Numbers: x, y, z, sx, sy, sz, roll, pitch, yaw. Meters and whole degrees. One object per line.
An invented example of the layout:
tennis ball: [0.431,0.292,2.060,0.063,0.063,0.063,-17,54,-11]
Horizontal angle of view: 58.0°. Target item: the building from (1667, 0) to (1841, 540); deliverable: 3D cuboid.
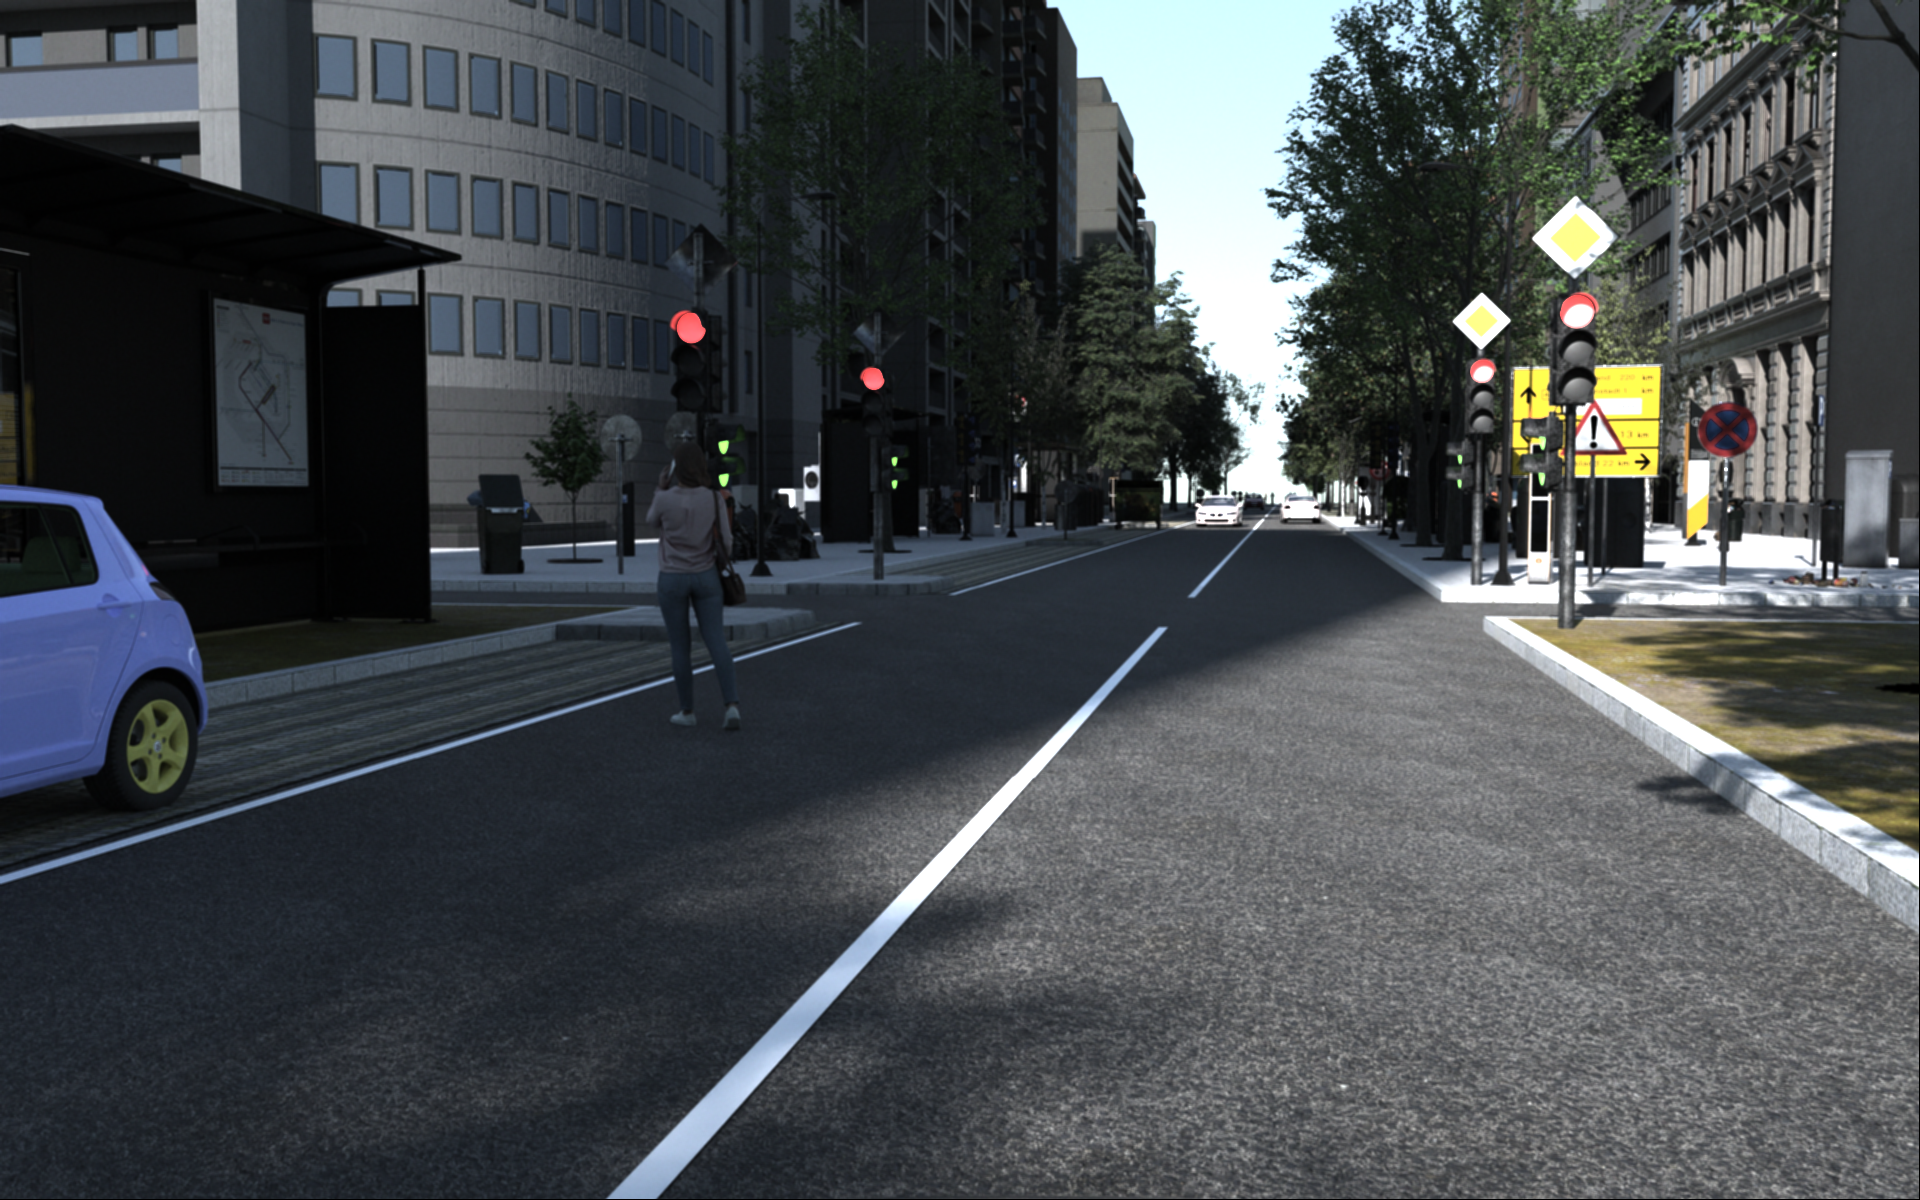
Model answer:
building: [30.343,-13.869,55.643,11.050,23.489,19.941,1,4,11]

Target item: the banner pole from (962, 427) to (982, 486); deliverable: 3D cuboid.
banner pole: [0.434,-4.558,64.533,0.863,3.779,0.401,1,4,16]

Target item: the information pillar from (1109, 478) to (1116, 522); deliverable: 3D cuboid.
information pillar: [6.953,-4.518,78.355,0.304,2.012,0.304,-2,4,-33]

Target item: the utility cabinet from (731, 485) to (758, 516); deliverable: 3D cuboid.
utility cabinet: [-5.260,-2.081,42.705,0.318,1.500,1.173,1,4,18]

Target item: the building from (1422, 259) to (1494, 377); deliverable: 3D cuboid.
building: [60.601,-26.287,201.491,14.160,30.474,14.107,1,4,11]

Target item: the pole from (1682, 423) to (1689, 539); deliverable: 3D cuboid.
pole: [20.827,-3.409,49.582,0.158,3.312,0.155,0,3,0]

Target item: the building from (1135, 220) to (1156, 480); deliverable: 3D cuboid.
building: [20.973,-34.819,252.887,14.154,41.232,14.086,1,4,11]

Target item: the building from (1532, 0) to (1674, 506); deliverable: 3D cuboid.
building: [42.525,-25.869,106.546,14.154,41.232,14.086,1,4,11]

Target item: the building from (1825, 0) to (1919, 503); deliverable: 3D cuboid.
building: [33.857,-14.900,37.117,24.014,27.812,14.314,1,4,11]

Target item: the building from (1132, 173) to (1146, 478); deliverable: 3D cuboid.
building: [13.214,-35.339,232.424,22.147,44.769,28.867,1,4,11]

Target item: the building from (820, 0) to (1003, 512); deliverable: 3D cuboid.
building: [-7.979,-41.300,113.507,20.563,71.187,20.611,1,4,11]

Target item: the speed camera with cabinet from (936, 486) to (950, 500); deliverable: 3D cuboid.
speed camera with cabinet: [-1.264,-5.543,84.969,0.660,3.252,2.038,-2,4,-32]

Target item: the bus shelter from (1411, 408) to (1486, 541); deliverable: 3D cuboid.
bus shelter: [14.111,-3.606,50.239,1.731,3.624,6.357,1,4,11]

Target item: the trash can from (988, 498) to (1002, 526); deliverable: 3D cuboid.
trash can: [1.484,-3.620,70.840,0.748,1.137,0.748,0,3,0]

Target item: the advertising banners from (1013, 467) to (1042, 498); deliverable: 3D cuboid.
advertising banners: [3.810,-6.257,98.483,2.074,3.025,0.090,-2,4,-25]

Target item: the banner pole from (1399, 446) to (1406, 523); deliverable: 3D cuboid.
banner pole: [19.464,-5.287,76.463,0.401,3.779,0.863,-2,4,-29]

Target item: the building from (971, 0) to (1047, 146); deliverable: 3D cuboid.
building: [-5.110,-29.619,138.901,22.147,44.769,28.867,1,4,11]

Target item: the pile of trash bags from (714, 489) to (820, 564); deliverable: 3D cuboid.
pile of trash bags: [-4.024,-1.442,33.325,1.912,1.369,3.447,1,4,15]

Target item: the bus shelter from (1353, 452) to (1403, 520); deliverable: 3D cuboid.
bus shelter: [19.635,-5.365,81.638,2.014,3.302,5.546,1,4,11]

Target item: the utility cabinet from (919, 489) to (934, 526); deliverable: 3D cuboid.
utility cabinet: [-1.368,-3.745,69.906,0.318,1.500,1.173,1,4,15]

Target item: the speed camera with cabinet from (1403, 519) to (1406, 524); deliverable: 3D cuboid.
speed camera with cabinet: [18.128,-4.552,68.753,0.660,3.252,2.038,2,4,27]

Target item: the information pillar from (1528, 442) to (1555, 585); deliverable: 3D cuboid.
information pillar: [8.273,-1.232,24.637,0.304,2.012,0.304,2,4,29]

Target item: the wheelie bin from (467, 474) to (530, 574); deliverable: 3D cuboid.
wheelie bin: [-7.443,-1.222,27.895,0.980,1.594,0.693,-2,4,-28]

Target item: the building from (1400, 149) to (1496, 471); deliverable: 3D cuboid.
building: [67.278,-34.697,221.913,22.147,44.769,28.867,1,4,11]

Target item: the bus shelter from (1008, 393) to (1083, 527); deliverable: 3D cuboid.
bus shelter: [3.470,-5.728,71.284,2.179,5.291,8.768,1,4,10]

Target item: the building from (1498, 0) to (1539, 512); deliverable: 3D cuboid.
building: [45.247,-28.756,120.274,14.600,45.320,14.200,1,4,11]

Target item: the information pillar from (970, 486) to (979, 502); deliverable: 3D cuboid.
information pillar: [0.547,-3.948,69.039,0.304,2.012,0.304,3,4,36]

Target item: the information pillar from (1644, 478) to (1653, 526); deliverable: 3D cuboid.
information pillar: [27.602,-3.973,69.447,0.304,2.012,0.304,1,4,19]

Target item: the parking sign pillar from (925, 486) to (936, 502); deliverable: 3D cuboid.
parking sign pillar: [-1.264,-5.225,73.899,1.447,3.967,1.447,0,4,-5]

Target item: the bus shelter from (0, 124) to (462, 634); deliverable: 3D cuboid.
bus shelter: [-6.300,-1.405,14.254,1.731,3.624,6.357,1,4,11]

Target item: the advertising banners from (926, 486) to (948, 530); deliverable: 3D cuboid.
advertising banners: [-0.786,-4.046,62.342,0.090,3.025,2.074,1,4,21]

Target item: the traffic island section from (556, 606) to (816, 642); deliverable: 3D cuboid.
traffic island section: [-2.723,0.251,18.170,2.009,0.180,2.903,1,4,11]

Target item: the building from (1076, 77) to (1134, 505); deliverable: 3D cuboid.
building: [9.083,-35.672,206.934,21.300,48.544,21.600,1,4,11]

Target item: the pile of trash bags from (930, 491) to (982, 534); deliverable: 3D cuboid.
pile of trash bags: [-0.024,-2.888,56.967,1.912,1.369,3.447,0,4,-2]

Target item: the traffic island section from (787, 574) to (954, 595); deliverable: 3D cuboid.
traffic island section: [-1.242,-0.229,26.018,2.009,0.180,2.903,1,4,11]

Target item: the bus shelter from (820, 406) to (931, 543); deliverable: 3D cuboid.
bus shelter: [-2.263,-3.472,48.049,1.731,3.624,6.357,1,4,11]

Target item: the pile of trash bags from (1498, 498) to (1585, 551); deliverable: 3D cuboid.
pile of trash bags: [13.788,-1.868,40.298,1.912,1.369,3.447,1,4,10]

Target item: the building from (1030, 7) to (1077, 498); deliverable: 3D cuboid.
building: [2.991,-31.139,159.233,14.600,45.320,14.200,1,4,11]

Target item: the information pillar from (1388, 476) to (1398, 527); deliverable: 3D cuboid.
information pillar: [17.100,-3.911,68.434,0.304,2.012,0.304,3,5,43]

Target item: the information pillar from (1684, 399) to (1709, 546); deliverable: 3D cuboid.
information pillar: [18.231,-3.146,42.800,0.504,3.616,0.183,0,4,3]

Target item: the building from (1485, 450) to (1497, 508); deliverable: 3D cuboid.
building: [53.200,-50.651,140.821,22.319,86.520,31.000,1,4,11]

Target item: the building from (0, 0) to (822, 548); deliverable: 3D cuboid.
building: [-18.145,-31.229,52.597,21.231,58.520,28.212,1,4,11]

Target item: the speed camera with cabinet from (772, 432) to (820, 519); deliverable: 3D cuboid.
speed camera with cabinet: [-5.138,-3.761,55.825,2.038,3.252,0.660,2,4,35]

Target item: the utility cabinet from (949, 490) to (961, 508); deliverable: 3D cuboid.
utility cabinet: [-0.239,-5.708,102.003,1.173,1.500,0.318,0,4,-3]

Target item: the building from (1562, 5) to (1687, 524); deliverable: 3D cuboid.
building: [37.303,-15.956,79.940,14.314,24.678,30.058,1,4,11]

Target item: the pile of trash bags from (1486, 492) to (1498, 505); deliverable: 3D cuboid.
pile of trash bags: [29.486,-4.984,91.240,3.447,1.369,1.912,1,4,9]
